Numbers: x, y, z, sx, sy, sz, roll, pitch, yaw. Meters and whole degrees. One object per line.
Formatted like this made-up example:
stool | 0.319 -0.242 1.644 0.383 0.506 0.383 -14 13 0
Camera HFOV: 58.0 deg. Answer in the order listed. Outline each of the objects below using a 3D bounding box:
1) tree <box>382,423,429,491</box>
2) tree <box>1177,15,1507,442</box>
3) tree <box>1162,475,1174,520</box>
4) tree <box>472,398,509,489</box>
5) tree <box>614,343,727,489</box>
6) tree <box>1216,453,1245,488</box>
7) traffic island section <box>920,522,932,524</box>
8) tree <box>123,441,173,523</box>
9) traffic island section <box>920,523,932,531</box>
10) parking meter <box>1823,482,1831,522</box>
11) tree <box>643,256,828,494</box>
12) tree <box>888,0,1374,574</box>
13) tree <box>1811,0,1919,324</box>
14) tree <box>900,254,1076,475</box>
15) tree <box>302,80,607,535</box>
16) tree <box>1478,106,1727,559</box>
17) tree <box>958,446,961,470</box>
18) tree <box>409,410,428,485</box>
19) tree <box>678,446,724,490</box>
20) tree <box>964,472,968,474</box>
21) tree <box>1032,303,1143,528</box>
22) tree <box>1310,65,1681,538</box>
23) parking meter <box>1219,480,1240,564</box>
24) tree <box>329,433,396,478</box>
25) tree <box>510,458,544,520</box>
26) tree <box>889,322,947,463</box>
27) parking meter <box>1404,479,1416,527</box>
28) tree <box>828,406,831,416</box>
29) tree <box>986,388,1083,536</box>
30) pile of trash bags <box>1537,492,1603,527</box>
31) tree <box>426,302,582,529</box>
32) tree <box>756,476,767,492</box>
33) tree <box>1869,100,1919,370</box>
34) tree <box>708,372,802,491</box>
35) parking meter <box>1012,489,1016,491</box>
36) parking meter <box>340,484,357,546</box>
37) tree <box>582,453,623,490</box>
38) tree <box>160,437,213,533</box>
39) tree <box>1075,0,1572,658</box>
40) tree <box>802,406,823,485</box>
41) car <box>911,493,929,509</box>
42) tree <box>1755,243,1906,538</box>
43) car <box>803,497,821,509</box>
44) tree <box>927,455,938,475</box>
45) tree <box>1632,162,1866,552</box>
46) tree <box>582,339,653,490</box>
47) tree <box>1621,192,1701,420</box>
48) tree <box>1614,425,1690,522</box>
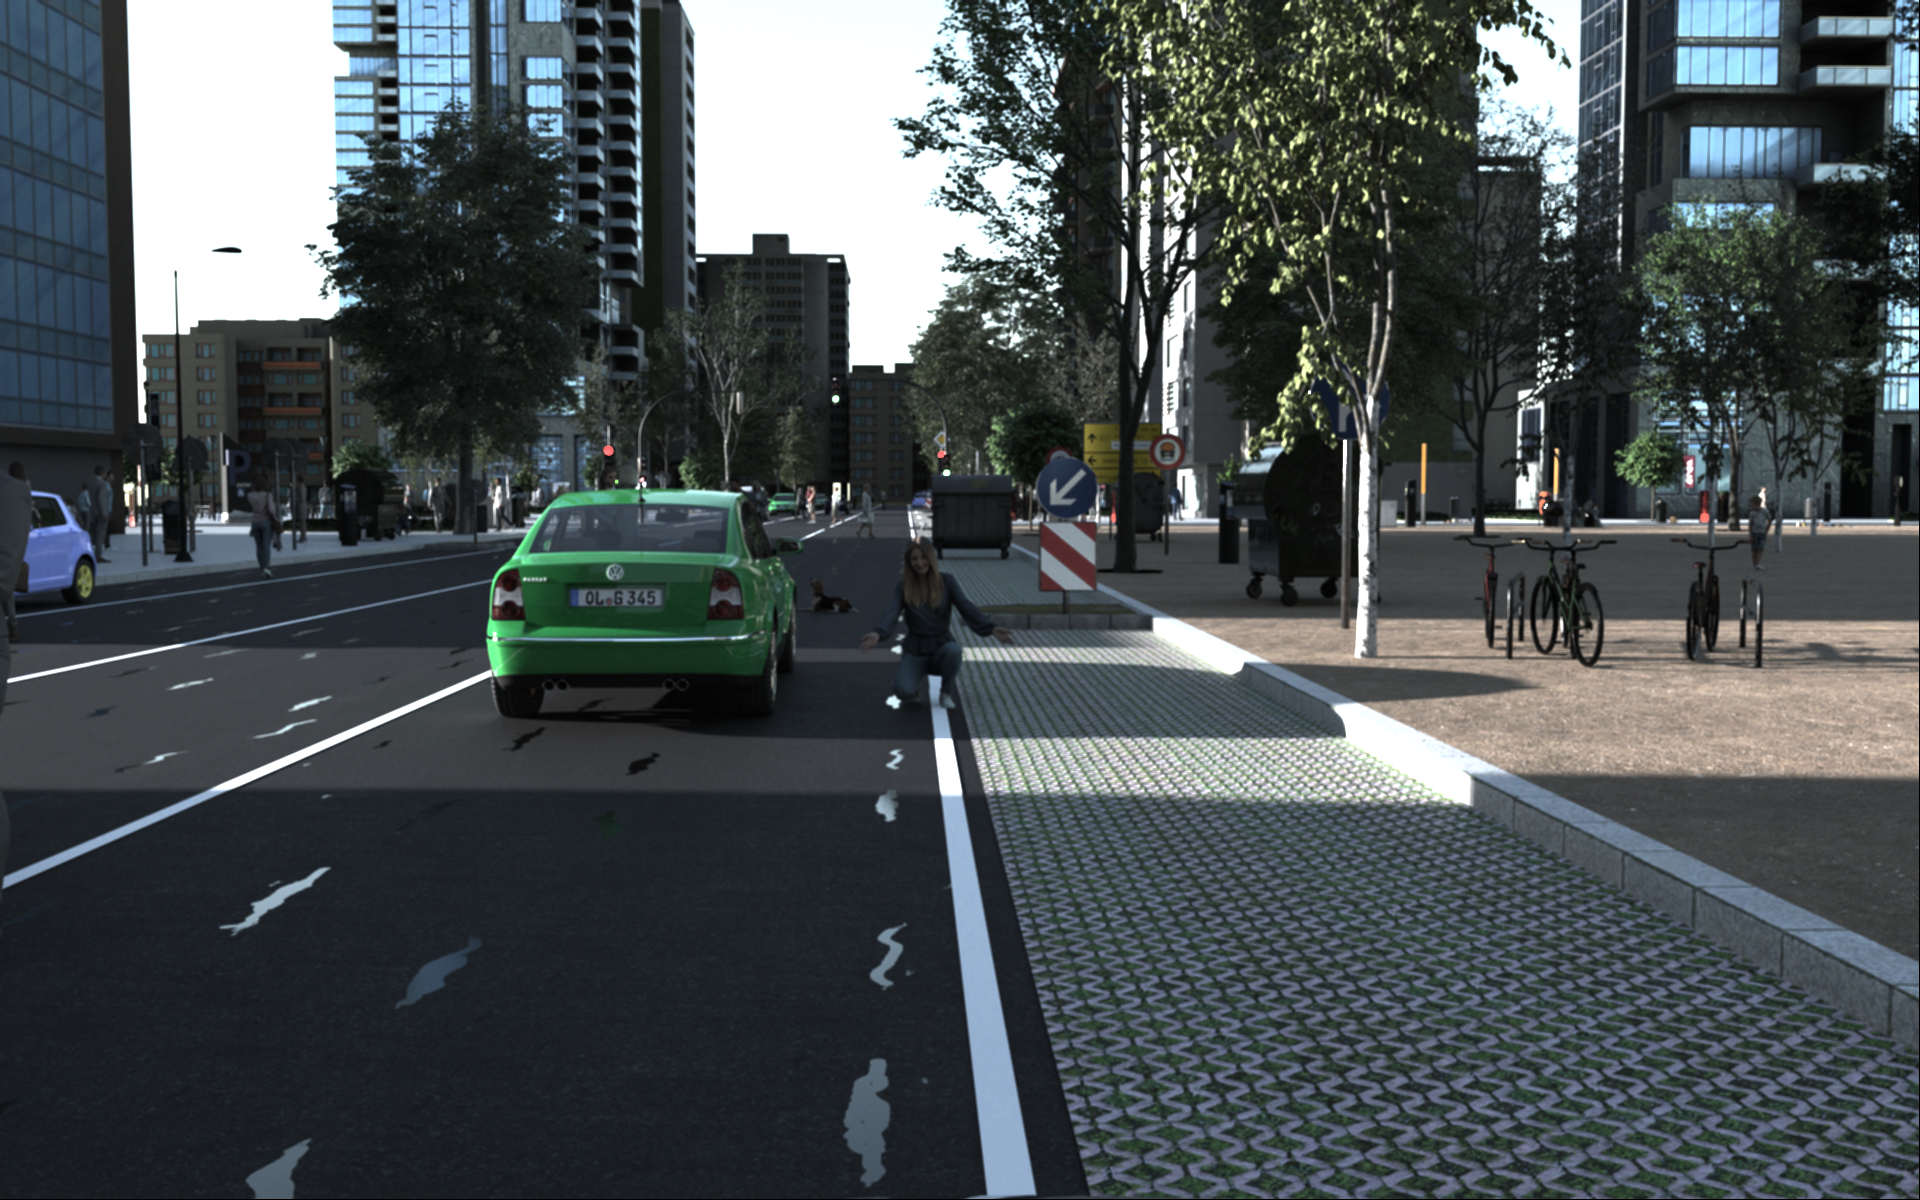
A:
tree | -46.756 -12.041 147.226 4.737 8.622 4.395 0 3 0
tree | 8.899 -7.511 40.926 7.486 12.596 7.792 0 3 0
tree | 9.652 -5.658 87.114 1.663 3.219 1.824 0 3 0
tree | -34.363 -10.751 126.142 4.737 8.622 4.395 0 3 0
tree | -17.822 -10.506 106.185 7.601 10.594 8.767 -1 4 -11
tree | 12.953 -5.383 82.614 1.663 3.219 1.824 0 3 0
traffic island section | -0.770 -3.317 76.519 2.009 0.180 2.903 0 4 -2
tree | -37.137 -5.773 78.107 4.285 4.588 4.351 0 3 0
traffic island section | -0.524 -2.829 68.538 2.009 0.180 2.903 0 4 -2
parking meter | 40.524 -4.600 80.924 0.255 1.863 0.399 1 4 20
tree | -19.260 -17.382 140.087 12.611 20.169 13.585 0 3 0
tree | 2.878 -6.253 27.986 9.928 11.665 9.643 0 3 0
tree | 15.562 -5.464 23.751 7.601 10.594 8.767 0 4 4
tree | 1.668 -11.406 93.143 9.857 13.997 8.962 0 3 0
tree | -15.835 -9.064 54.850 9.857 13.997 8.962 0 3 0
tree | 12.100 -5.118 34.047 4.360 8.622 3.978 0 3 0
tree | 0.629 -11.459 137.723 4.360 8.622 3.978 0 3 0
tree | -23.669 -7.971 80.682 4.360 8.622 3.978 0 3 0
tree | -17.479 -8.175 117.367 4.285 4.588 4.351 0 3 0
tree | 0.696 -8.188 128.482 1.663 3.219 1.824 0 3 0
tree | 4.955 -6.993 64.699 4.360 8.622 3.978 0 3 0
tree | 15.252 -8.590 50.814 12.009 13.543 11.850 0 3 0
parking meter | 4.979 -1.444 32.015 0.372 1.533 0.369 0 3 0
tree | -32.465 -6.753 94.119 4.285 4.588 4.351 0 3 0
tree | -21.743 -5.636 86.743 1.663 3.219 1.824 0 3 0
tree | -1.452 -20.360 188.772 12.611 20.169 13.585 0 3 0
parking meter | 17.624 -3.798 67.805 0.399 1.863 0.255 -1 4 -10
tree | -20.250 -20.586 192.467 12.611 20.169 13.585 0 3 0
tree | 2.548 -4.277 53.643 4.285 4.588 4.351 0 3 0
pile of trash bags | 23.687 -3.562 67.989 1.912 1.369 3.447 -1 4 -11
tree | -16.621 -6.917 63.450 4.360 8.622 3.978 0 3 0
tree | -19.836 -10.960 173.793 1.663 3.219 1.824 0 3 0
tree | 25.653 -7.141 42.511 9.928 11.665 9.643 0 3 0
tree | -20.158 -14.853 160.976 7.486 12.596 7.792 0 3 0
parking meter | 2.612 -4.654 84.499 0.372 1.533 0.369 0 3 0
parking meter | -15.142 -2.110 42.904 0.372 1.533 0.369 0 3 0
tree | -26.204 -8.762 126.974 4.285 4.588 4.351 0 3 0
tree | -26.131 -3.881 58.051 1.663 3.219 1.824 0 3 0
tree | 2.970 -3.858 13.437 4.737 8.622 4.395 0 3 0
tree | -21.250 -18.615 222.486 7.486 12.596 7.792 0 3 0
car | -3.892 -9.913 171.668 1.945 1.707 3.694 0 4 -1
tree | 24.985 -6.114 50.326 4.737 8.622 4.395 0 3 0
car | -14.532 -9.637 170.146 1.945 1.354 3.894 0 4 -3
tree | -2.087 -16.384 218.245 4.737 8.622 4.395 0 3 0
tree | 17.814 -5.353 37.891 4.360 8.622 3.978 0 3 0
tree | -16.818 -7.984 80.906 4.360 8.622 3.978 0 3 0
tree | 26.613 -8.174 59.405 9.928 11.665 9.643 0 3 0
tree | 32.217 -5.904 80.249 4.285 4.588 4.351 0 3 0
